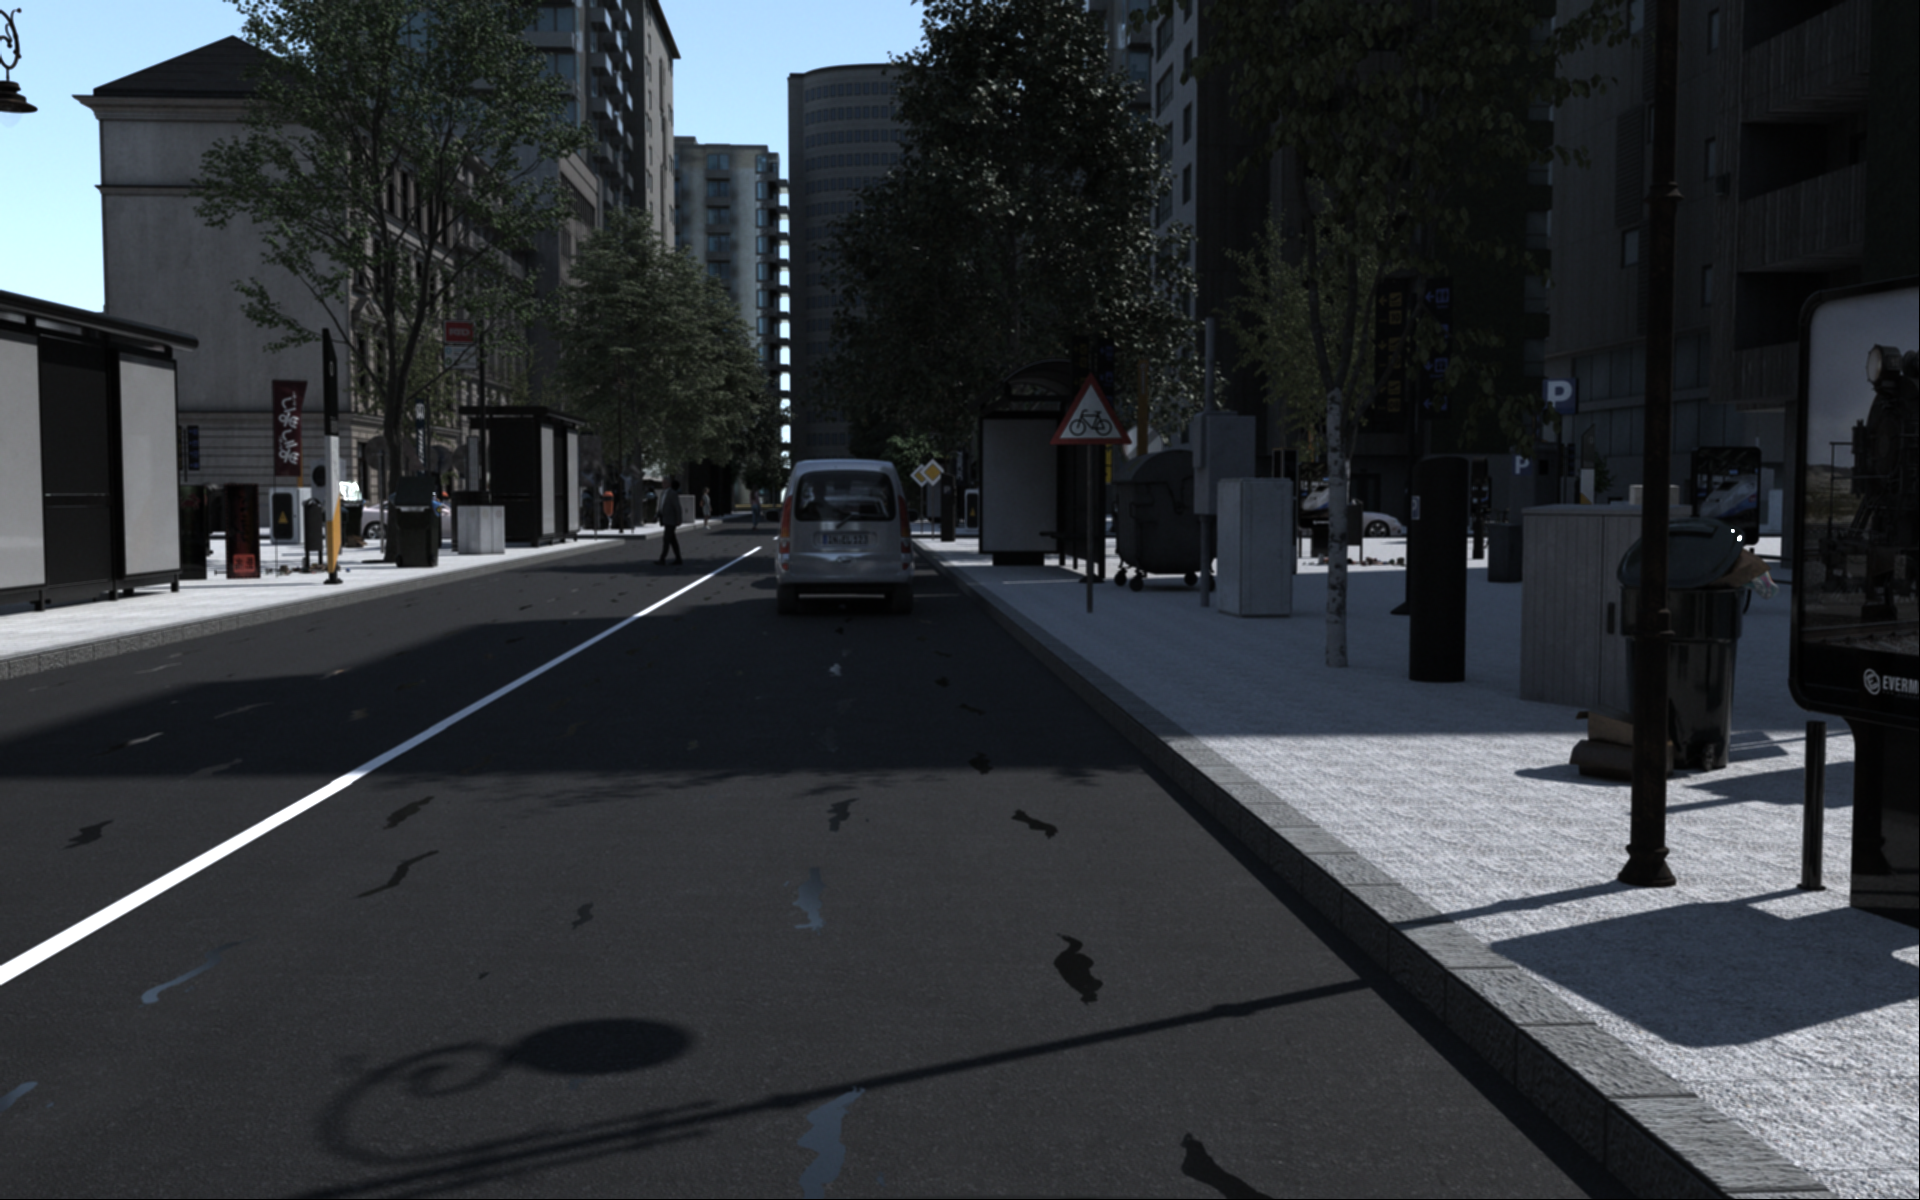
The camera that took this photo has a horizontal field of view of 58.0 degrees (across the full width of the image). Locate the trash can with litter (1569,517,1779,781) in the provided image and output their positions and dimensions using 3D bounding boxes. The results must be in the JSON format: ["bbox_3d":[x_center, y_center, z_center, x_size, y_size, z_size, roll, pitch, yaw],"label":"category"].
[{"bbox_3d":[3.288,0.207,8.007,0.624,1.170,1.055,3,5,43],"label":"trash can with litter"}]

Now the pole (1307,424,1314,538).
[{"bbox_3d":[10.159,-3.446,50.190,0.158,3.312,0.155,0,3,0],"label":"pole"}]

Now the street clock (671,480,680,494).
[{"bbox_3d":[-15.089,-5.338,91.841,0.471,2.002,0.358,-1,4,-10],"label":"street clock"}]

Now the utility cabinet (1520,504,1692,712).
[{"bbox_3d":[3.850,0.046,10.408,0.306,1.237,1.020,-2,4,-29],"label":"utility cabinet"}]

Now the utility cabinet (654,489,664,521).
[{"bbox_3d":[-14.539,-4.575,83.488,1.173,1.500,0.318,-2,4,-28],"label":"utility cabinet"}]

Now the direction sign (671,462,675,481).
[{"bbox_3d":[-17.675,-7.037,107.050,0.379,3.537,0.876,-2,4,-32],"label":"direction sign"}]

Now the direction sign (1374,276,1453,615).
[{"bbox_3d":[4.794,-1.615,18.398,0.876,3.537,0.379,3,5,43],"label":"direction sign"}]

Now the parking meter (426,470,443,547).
[{"bbox_3d":[-12.653,-2.195,41.604,0.399,1.863,0.255,-2,4,-29],"label":"parking meter"}]

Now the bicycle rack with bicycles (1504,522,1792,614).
[{"bbox_3d":[7.787,-0.338,18.907,2.852,0.926,2.925,0,4,3],"label":"bicycle rack with bicycles"}]

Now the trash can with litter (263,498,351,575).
[{"bbox_3d":[-10.872,-1.060,28.394,1.678,1.210,2.233,0,4,4],"label":"trash can with litter"}]

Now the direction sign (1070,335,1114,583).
[{"bbox_3d":[1.908,-2.018,24.987,0.876,3.537,0.379,-3,5,-42],"label":"direction sign"}]

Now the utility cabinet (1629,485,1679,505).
[{"bbox_3d":[17.520,-2.143,43.722,1.173,1.500,0.318,0,4,-7],"label":"utility cabinet"}]

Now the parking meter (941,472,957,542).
[{"bbox_3d":[-0.304,-2.507,46.705,0.399,1.863,0.255,1,4,14],"label":"parking meter"}]

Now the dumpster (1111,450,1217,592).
[{"bbox_3d":[2.788,-1.081,23.430,1.264,1.857,1.865,0,4,-3],"label":"dumpster"}]

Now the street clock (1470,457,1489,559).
[{"bbox_3d":[10.240,-1.810,34.158,0.358,2.002,0.471,2,4,28],"label":"street clock"}]

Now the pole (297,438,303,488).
[{"bbox_3d":[-24.162,-4.255,63.407,0.158,3.312,0.155,0,3,0],"label":"pole"}]

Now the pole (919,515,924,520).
[{"bbox_3d":[-1.912,-5.641,86.073,0.158,3.312,0.155,0,3,0],"label":"pole"}]

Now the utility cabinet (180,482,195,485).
[{"bbox_3d":[-13.931,-1.373,31.126,0.318,1.500,1.173,-2,4,-29],"label":"utility cabinet"}]

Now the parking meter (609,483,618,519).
[{"bbox_3d":[-18.041,-5.169,90.232,0.255,1.863,0.399,3,4,38],"label":"parking meter"}]

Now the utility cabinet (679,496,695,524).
[{"bbox_3d":[-12.036,-3.915,75.168,1.020,1.237,0.306,0,4,-1],"label":"utility cabinet"}]

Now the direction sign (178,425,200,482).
[{"bbox_3d":[-25.558,-3.987,57.181,0.876,3.537,0.379,-1,4,-9],"label":"direction sign"}]

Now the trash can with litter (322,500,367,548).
[{"bbox_3d":[-14.719,-1.839,41.461,1.055,1.170,0.624,1,4,10],"label":"trash can with litter"}]

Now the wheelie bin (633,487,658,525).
[{"bbox_3d":[-13.622,-4.140,75.603,0.980,1.594,0.693,3,4,36],"label":"wheelie bin"}]

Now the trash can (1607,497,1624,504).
[{"bbox_3d":[30.350,-4.195,80.249,0.748,1.137,0.748,0,3,0],"label":"trash can"}]

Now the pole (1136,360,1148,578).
[{"bbox_3d":[2.786,-1.996,26.480,0.158,3.312,0.155,0,3,0],"label":"pole"}]

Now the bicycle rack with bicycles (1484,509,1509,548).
[{"bbox_3d":[13.440,-1.702,41.211,2.925,0.926,2.852,-2,4,-29],"label":"bicycle rack with bicycles"}]

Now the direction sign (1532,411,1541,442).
[{"bbox_3d":[15.783,-3.397,47.539,0.379,3.537,0.876,0,4,6],"label":"direction sign"}]

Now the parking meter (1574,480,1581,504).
[{"bbox_3d":[25.396,-4.002,71.145,0.255,1.863,0.399,1,4,10],"label":"parking meter"}]

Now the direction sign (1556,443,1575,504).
[{"bbox_3d":[27.113,-5.235,77.587,0.876,3.537,0.379,-1,4,-11],"label":"direction sign"}]

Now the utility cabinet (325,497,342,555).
[{"bbox_3d":[-13.386,-1.582,37.024,0.306,1.237,1.020,-1,4,-22],"label":"utility cabinet"}]

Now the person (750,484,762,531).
[{"bbox_3d":[-7.929,-3.602,67.397,0.555,1.821,0.388,2,4,27],"label":"person"}]

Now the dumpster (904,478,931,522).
[{"bbox_3d":[-1.768,-4.668,78.821,1.502,2.255,1.985,0,4,-3],"label":"dumpster"}]

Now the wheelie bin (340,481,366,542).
[{"bbox_3d":[-15.193,-2.129,42.723,0.693,1.594,0.980,3,5,42],"label":"wheelie bin"}]

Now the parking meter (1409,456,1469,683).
[{"bbox_3d":[3.293,-0.214,11.915,0.372,1.533,0.369,0,3,0],"label":"parking meter"}]

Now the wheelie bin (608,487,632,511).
[{"bbox_3d":[-18.035,-5.136,91.886,0.693,1.594,0.980,3,5,43],"label":"wheelie bin"}]

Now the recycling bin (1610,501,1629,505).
[{"bbox_3d":[24.458,-3.135,63.818,0.722,1.027,0.722,-3,4,-36],"label":"recycling bin"}]

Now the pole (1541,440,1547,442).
[{"bbox_3d":[22.113,-4.394,65.692,0.158,3.312,0.155,0,3,0],"label":"pole"}]

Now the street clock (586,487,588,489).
[{"bbox_3d":[-20.031,-5.467,93.959,0.471,2.002,0.358,1,4,9],"label":"street clock"}]

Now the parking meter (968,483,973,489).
[{"bbox_3d":[0.562,-5.380,93.666,0.255,1.863,0.399,-1,4,-13],"label":"parking meter"}]

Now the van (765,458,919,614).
[{"bbox_3d":[-1.496,-0.925,22.132,2.013,2.044,4.112,0,4,-5],"label":"van"}]

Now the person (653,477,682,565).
[{"bbox_3d":[-5.927,-1.590,34.893,0.661,1.777,0.834,3,5,41],"label":"person"}]

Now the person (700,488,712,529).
[{"bbox_3d":[-10.483,-3.793,71.513,0.522,1.701,0.512,-2,4,-33],"label":"person"}]

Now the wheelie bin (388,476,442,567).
[{"bbox_3d":[-9.557,-1.379,30.459,0.980,1.594,0.693,0,4,-1],"label":"wheelie bin"}]

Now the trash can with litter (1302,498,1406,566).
[{"bbox_3d":[7.346,-1.241,31.349,2.233,1.210,1.678,3,5,40],"label":"trash can with litter"}]

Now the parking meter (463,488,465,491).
[{"bbox_3d":[-13.332,-2.375,47.250,0.372,1.533,0.369,0,3,0],"label":"parking meter"}]

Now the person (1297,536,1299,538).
[{"bbox_3d":[10.594,-2.789,54.771,0.731,1.740,0.598,0,4,8],"label":"person"}]

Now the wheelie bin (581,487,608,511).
[{"bbox_3d":[-14.474,-3.679,68.060,0.693,1.594,0.980,1,4,16],"label":"wheelie bin"}]

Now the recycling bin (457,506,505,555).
[{"bbox_3d":[-10.214,-1.492,36.941,0.722,1.027,0.722,3,4,36],"label":"recycling bin"}]

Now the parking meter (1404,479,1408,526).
[{"bbox_3d":[17.826,-3.853,68.708,0.255,1.863,0.399,-1,4,-18],"label":"parking meter"}]
